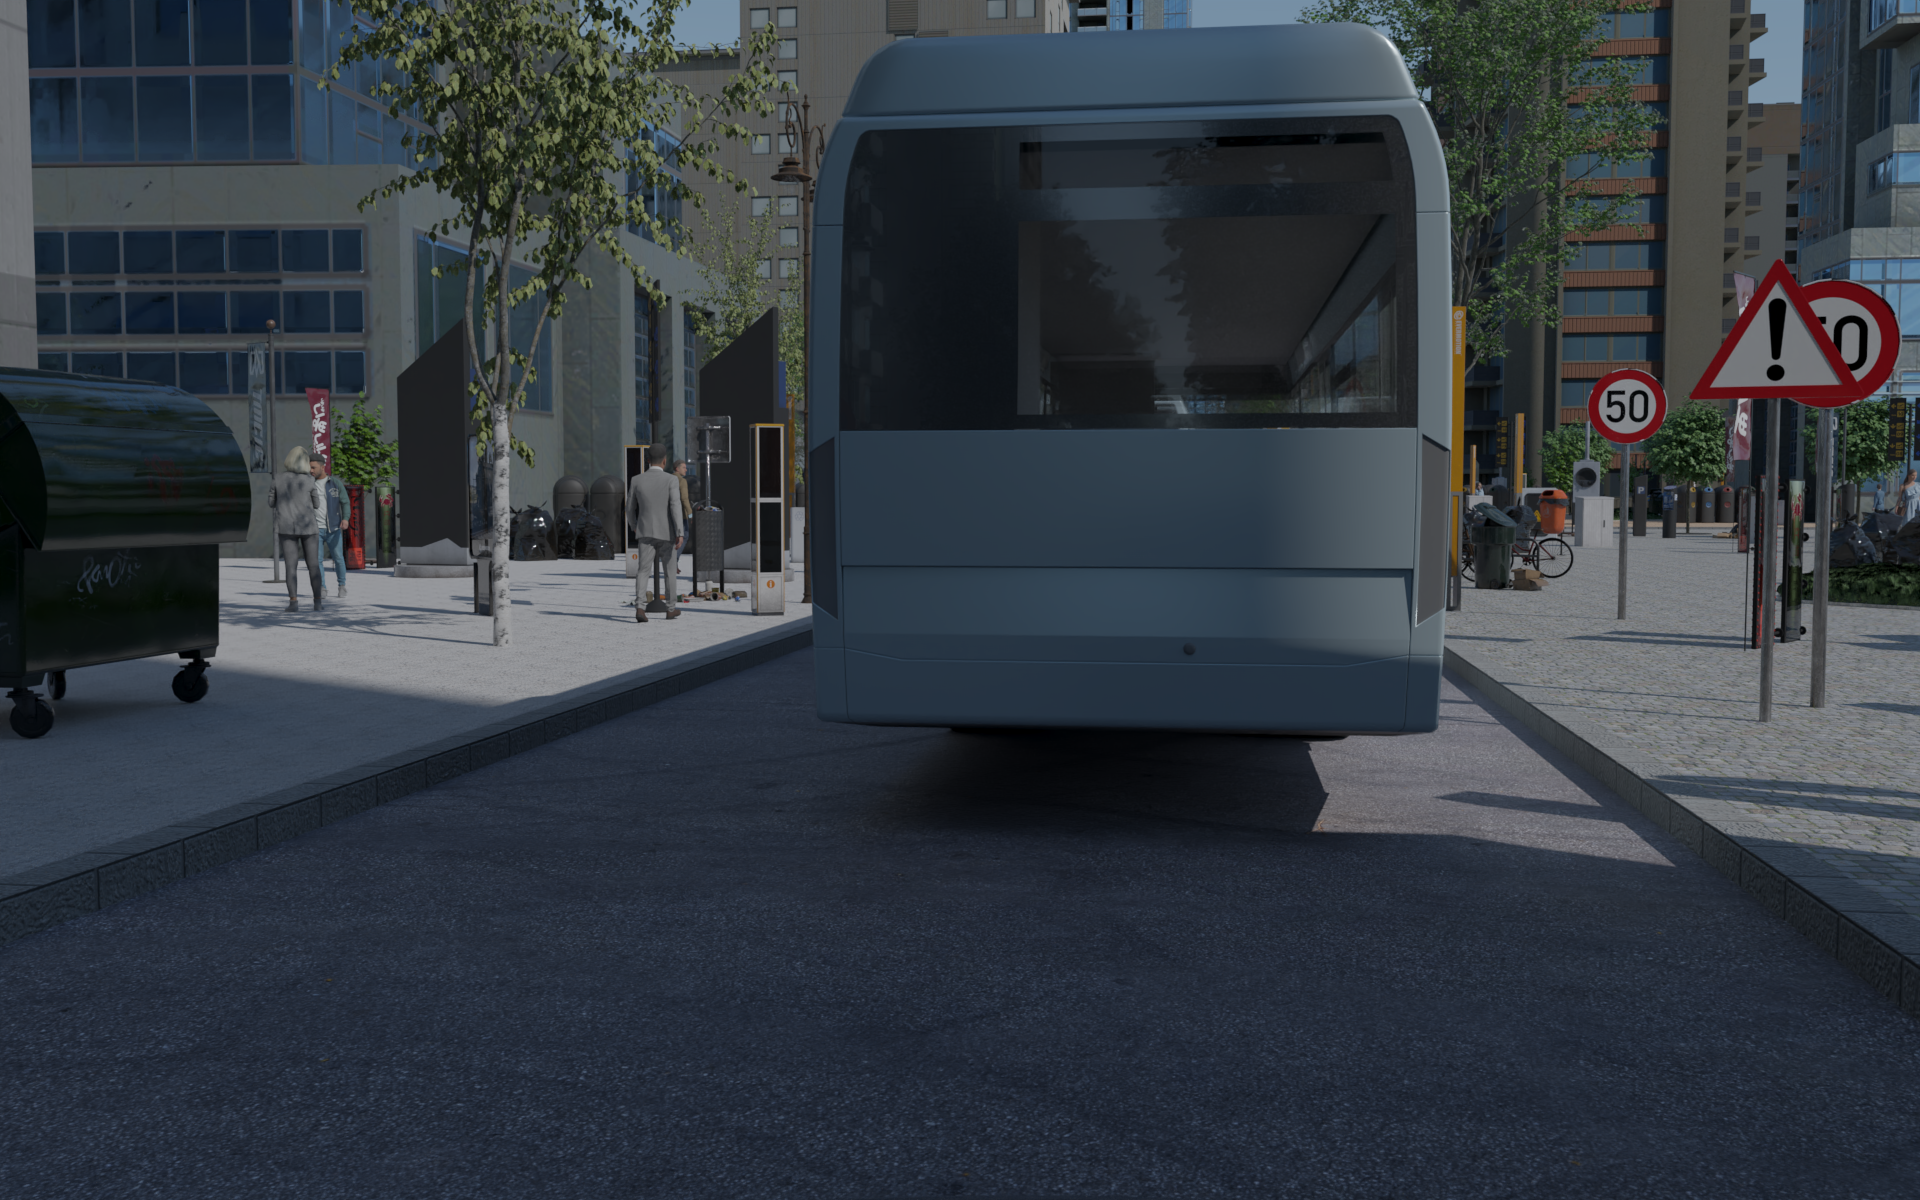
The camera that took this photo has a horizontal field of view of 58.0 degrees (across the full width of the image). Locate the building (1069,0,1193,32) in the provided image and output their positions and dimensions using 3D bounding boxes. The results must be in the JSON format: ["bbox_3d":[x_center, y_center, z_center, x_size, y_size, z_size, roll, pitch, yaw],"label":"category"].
[{"bbox_3d":[22.395,-57.246,248.640,31.000,86.520,22.319,1,4,8],"label":"building"}]

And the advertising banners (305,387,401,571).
[{"bbox_3d":[-10.244,-2.024,29.275,0.090,3.025,2.074,2,4,25],"label":"advertising banners"}]

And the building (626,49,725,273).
[{"bbox_3d":[-28.460,-37.743,206.331,27.495,52.752,28.713,1,4,8],"label":"building"}]

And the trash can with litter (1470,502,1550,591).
[{"bbox_3d":[7.412,-0.729,23.308,0.624,1.170,1.055,-3,5,-44],"label":"trash can with litter"}]

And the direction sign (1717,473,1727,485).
[{"bbox_3d":[48.361,-7.188,109.514,0.876,3.537,0.379,2,4,32],"label":"direction sign"}]

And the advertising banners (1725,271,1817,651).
[{"bbox_3d":[6.737,-1.115,14.416,0.090,3.025,2.074,3,5,42],"label":"advertising banners"}]

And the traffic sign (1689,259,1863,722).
[{"bbox_3d":[4.538,-0.592,9.687,0.884,2.594,0.081,1,4,17],"label":"traffic sign"}]

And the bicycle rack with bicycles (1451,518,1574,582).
[{"bbox_3d":[7.457,-0.779,26.115,2.925,0.926,2.852,2,4,35],"label":"bicycle rack with bicycles"}]

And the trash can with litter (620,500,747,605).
[{"bbox_3d":[-3.382,-0.604,20.932,1.678,1.210,2.233,2,4,33],"label":"trash can with litter"}]

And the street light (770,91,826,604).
[{"bbox_3d":[-1.781,-2.899,20.191,0.468,5.910,1.993,1,4,8],"label":"street light"}]

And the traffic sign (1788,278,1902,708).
[{"bbox_3d":[5.159,-0.626,10.344,0.768,2.556,0.104,1,4,17],"label":"traffic sign"}]

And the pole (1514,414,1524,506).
[{"bbox_3d":[14.173,-3.065,43.955,0.158,3.312,0.155,0,3,0],"label":"pole"}]

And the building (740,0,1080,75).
[{"bbox_3d":[-4.086,-35.087,162.910,28.713,52.752,27.495,1,4,8],"label":"building"}]

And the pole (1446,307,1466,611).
[{"bbox_3d":[5.414,-1.537,18.974,0.158,3.312,0.155,0,3,0],"label":"pole"}]

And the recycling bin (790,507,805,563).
[{"bbox_3d":[-2.782,-1.223,32.543,0.722,1.027,0.722,0,4,3],"label":"recycling bin"}]

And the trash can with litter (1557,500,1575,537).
[{"bbox_3d":[18.379,-2.534,52.481,2.233,1.210,1.678,-1,4,-10],"label":"trash can with litter"}]

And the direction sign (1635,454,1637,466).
[{"bbox_3d":[38.655,-6.553,99.144,0.379,3.537,0.876,2,4,26],"label":"direction sign"}]

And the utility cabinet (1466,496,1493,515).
[{"bbox_3d":[21.139,-3.631,70.526,1.020,1.237,0.306,-1,4,-10],"label":"utility cabinet"}]

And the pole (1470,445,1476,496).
[{"bbox_3d":[21.409,-4.801,72.337,0.158,3.312,0.155,0,3,0],"label":"pole"}]

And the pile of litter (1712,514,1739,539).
[{"bbox_3d":[22.366,-2.191,49.795,1.176,0.858,1.719,0,4,4],"label":"pile of litter"}]

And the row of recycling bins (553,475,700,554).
[{"bbox_3d":[-7.095,-1.851,37.370,3.534,1.692,1.069,1,4,8],"label":"row of recycling bins"}]

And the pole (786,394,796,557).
[{"bbox_3d":[-3.459,-2.544,35.433,0.158,3.312,0.155,0,3,0],"label":"pole"}]

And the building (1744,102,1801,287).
[{"bbox_3d":[87.854,-33.367,195.656,14.200,45.320,14.600,1,4,8],"label":"building"}]

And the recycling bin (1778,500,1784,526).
[{"bbox_3d":[33.841,-3.550,70.592,0.722,1.027,0.722,-2,4,-28],"label":"recycling bin"}]

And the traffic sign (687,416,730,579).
[{"bbox_3d":[-3.313,-1.265,22.810,0.606,2.300,0.079,1,4,16],"label":"traffic sign"}]

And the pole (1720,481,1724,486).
[{"bbox_3d":[49.572,-7.268,112.675,0.158,3.312,0.155,0,3,0],"label":"pole"}]

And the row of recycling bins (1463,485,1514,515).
[{"bbox_3d":[23.344,-4.288,77.223,1.069,1.692,3.534,-1,4,-12],"label":"row of recycling bins"}]

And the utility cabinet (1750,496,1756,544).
[{"bbox_3d":[20.693,-2.069,44.985,0.306,1.237,1.020,0,4,-3],"label":"utility cabinet"}]

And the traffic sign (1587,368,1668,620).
[{"bbox_3d":[6.771,-1.073,17.647,0.768,2.556,0.104,1,4,13],"label":"traffic sign"}]

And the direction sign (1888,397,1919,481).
[{"bbox_3d":[22.272,-2.977,40.666,0.876,3.537,0.379,2,4,34],"label":"direction sign"}]

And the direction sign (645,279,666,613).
[{"bbox_3d":[-3.300,-1.637,18.758,0.379,3.537,0.876,-1,4,-17],"label":"direction sign"}]

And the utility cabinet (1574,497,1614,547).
[{"bbox_3d":[15.600,-1.923,42.596,1.020,1.237,0.306,-2,4,-26],"label":"utility cabinet"}]

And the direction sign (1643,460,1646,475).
[{"bbox_3d":[44.778,-7.423,113.369,0.379,3.537,0.876,1,4,14],"label":"direction sign"}]

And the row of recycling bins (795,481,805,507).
[{"bbox_3d":[-5.506,-3.019,56.467,3.534,1.692,1.069,-1,4,-15],"label":"row of recycling bins"}]

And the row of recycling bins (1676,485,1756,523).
[{"bbox_3d":[33.428,-4.259,76.741,3.534,1.692,1.069,0,4,-2],"label":"row of recycling bins"}]

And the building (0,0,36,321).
[{"bbox_3d":[-23.962,-28.487,7.756,21.231,58.520,28.212,1,4,8],"label":"building"}]

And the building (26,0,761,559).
[{"bbox_3d":[-23.280,-44.717,43.788,31.000,86.520,22.319,1,4,8],"label":"building"}]

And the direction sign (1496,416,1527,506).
[{"bbox_3d":[16.132,-3.594,50.755,0.876,3.537,0.379,2,4,34],"label":"direction sign"}]

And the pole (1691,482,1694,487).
[{"bbox_3d":[45.409,-6.946,107.403,0.158,3.312,0.155,0,3,0],"label":"pole"}]

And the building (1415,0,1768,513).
[{"bbox_3d":[45.160,-28.915,127.387,22.147,44.769,28.867,1,4,8],"label":"building"}]

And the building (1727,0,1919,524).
[{"bbox_3d":[54.729,-46.994,81.031,31.000,86.520,22.319,1,4,8],"label":"building"}]

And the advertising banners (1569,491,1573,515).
[{"bbox_3d":[37.151,-6.651,104.933,0.090,3.025,2.074,2,4,31],"label":"advertising banners"}]

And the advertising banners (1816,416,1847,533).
[{"bbox_3d":[19.124,-2.561,38.061,0.090,3.025,2.074,1,4,11],"label":"advertising banners"}]

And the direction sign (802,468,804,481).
[{"bbox_3d":[-13.662,-9.723,150.973,0.379,3.537,0.876,-2,4,-31],"label":"direction sign"}]
